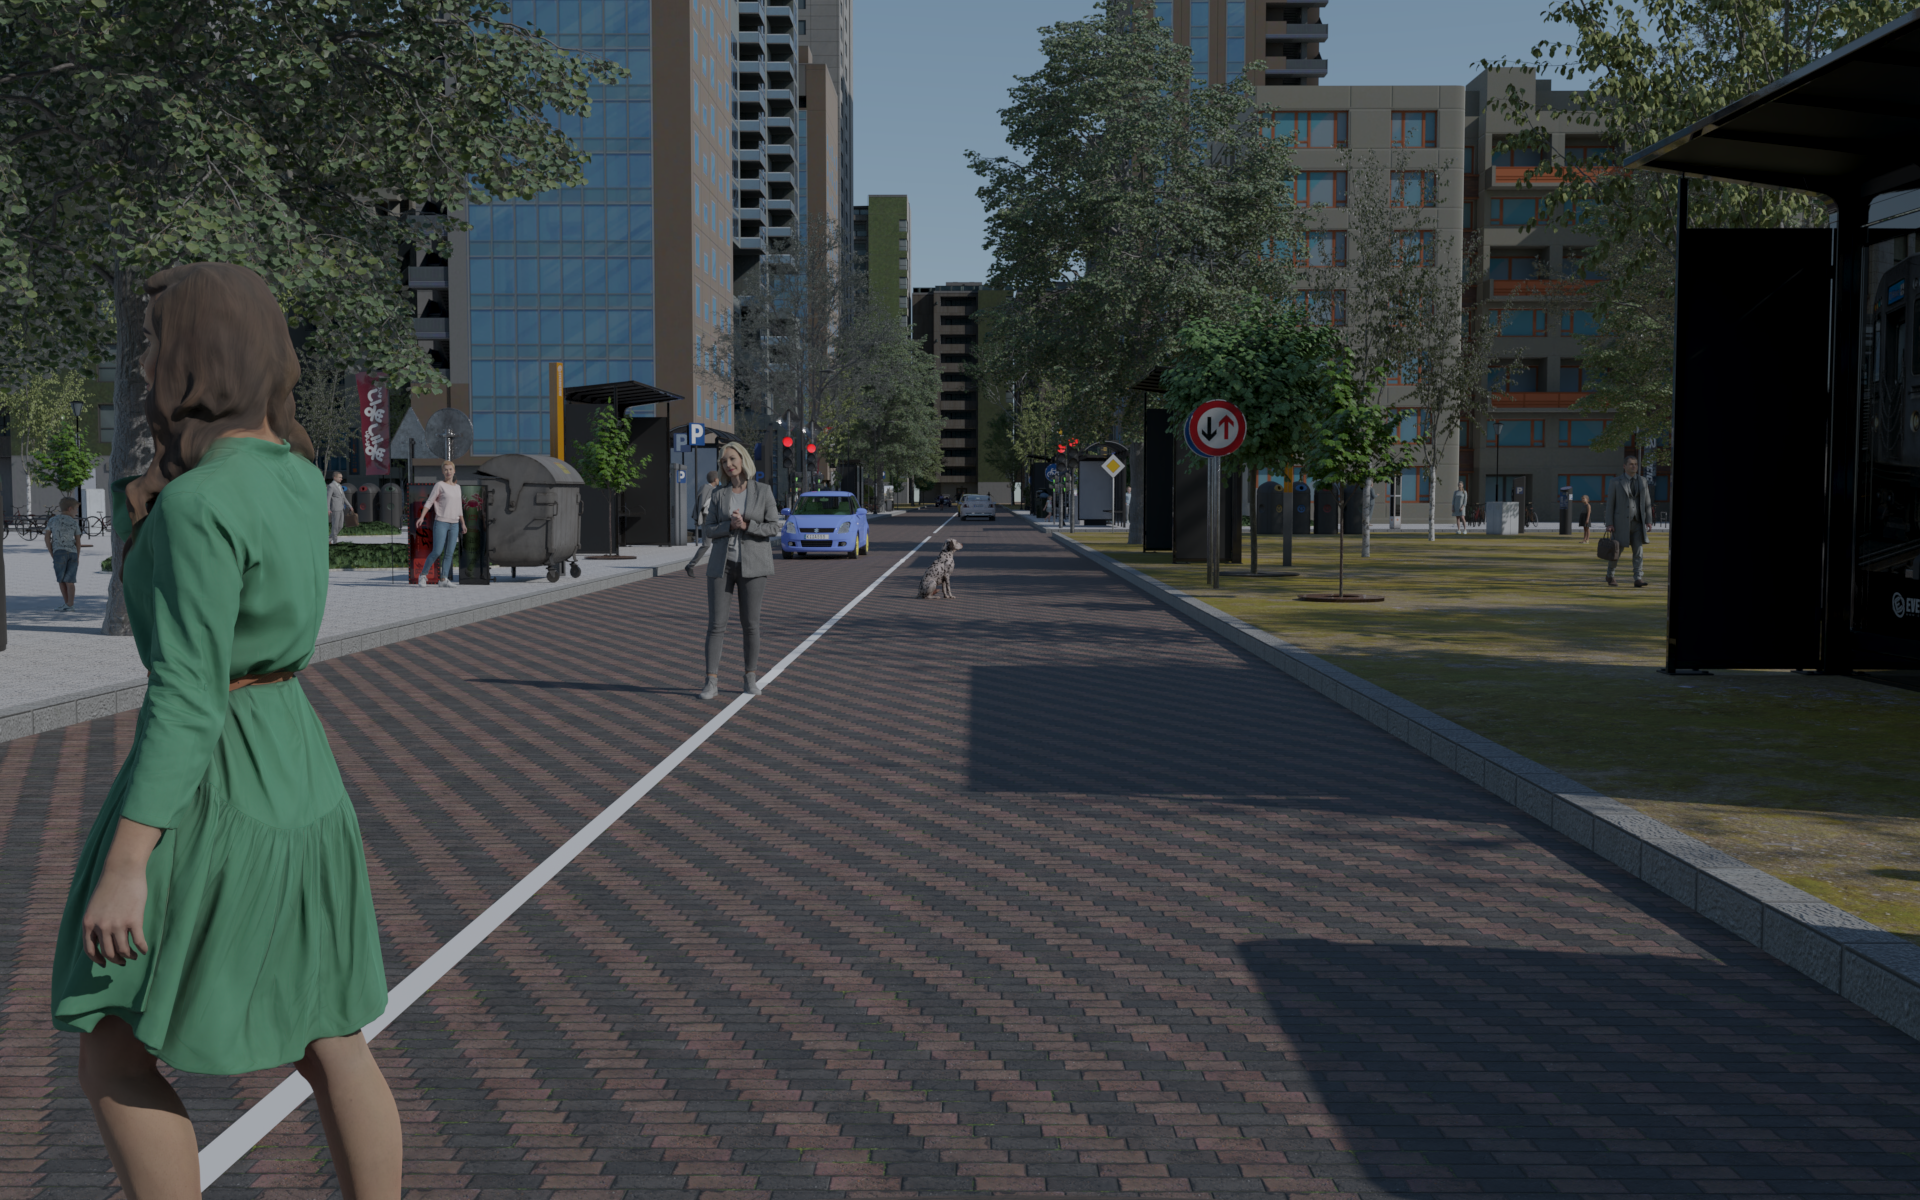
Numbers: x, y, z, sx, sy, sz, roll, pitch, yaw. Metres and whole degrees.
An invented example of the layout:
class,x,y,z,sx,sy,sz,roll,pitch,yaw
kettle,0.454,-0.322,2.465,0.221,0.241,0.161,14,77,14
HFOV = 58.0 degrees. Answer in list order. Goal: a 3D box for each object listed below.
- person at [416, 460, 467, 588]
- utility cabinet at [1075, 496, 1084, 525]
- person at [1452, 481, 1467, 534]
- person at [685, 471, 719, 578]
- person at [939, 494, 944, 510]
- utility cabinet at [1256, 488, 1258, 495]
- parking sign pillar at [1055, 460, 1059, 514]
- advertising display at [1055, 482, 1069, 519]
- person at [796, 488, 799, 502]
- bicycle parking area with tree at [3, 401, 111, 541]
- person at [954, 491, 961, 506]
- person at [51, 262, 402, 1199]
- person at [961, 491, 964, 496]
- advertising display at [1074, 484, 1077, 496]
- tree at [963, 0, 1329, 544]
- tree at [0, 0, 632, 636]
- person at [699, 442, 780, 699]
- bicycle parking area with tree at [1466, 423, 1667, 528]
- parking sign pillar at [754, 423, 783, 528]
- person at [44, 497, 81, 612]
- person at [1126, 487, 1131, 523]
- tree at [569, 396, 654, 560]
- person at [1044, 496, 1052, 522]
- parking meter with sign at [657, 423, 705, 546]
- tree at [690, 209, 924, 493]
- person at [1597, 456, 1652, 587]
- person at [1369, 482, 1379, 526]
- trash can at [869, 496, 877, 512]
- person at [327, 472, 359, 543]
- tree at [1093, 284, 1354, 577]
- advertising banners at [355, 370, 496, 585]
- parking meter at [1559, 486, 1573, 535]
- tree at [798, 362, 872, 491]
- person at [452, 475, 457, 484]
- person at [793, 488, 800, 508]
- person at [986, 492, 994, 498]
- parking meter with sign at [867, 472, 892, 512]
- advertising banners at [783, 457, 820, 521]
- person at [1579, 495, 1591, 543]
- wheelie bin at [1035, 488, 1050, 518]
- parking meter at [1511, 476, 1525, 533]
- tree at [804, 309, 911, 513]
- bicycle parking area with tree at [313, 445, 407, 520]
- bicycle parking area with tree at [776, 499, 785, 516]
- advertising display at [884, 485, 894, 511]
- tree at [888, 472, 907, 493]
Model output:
class,x,y,z,sx,sy,sz,roll,pitch,yaw
person,-7.193,-1.041,23.730,0.598,1.740,0.731,1,4,22
utility cabinet,4.965,-3.784,73.031,0.306,1.237,1.020,-1,4,-20
person,16.193,-2.999,56.088,0.512,1.701,0.522,2,4,31
person,-4.296,-1.283,29.573,0.850,1.850,0.679,0,4,7
person,-1.610,-8.551,151.539,0.421,1.427,0.697,0,4,-6
utility cabinet,11.462,-3.411,64.455,1.173,1.500,0.318,1,4,15
parking sign pillar,6.366,-7.600,112.725,1.447,3.967,1.447,2,4,26
advertising display,5.247,-5.124,88.997,0.974,1.923,0.123,-3,5,-41
person,-12.648,-7.881,135.119,0.478,1.798,0.641,-3,4,-38
bicycle parking area with tree,-27.277,-3.898,50.740,9.016,4.147,8.231,1,4,19
person,-0.162,-12.386,211.040,1.348,1.821,0.705,1,4,21
person,-1.155,0.365,2.776,0.529,1.795,0.600,-1,4,-10
person,0.323,-9.995,172.845,0.541,1.710,0.530,-1,4,-16
advertising display,7.236,-6.492,111.365,0.123,1.923,0.974,3,4,36
tree,4.626,-8.398,43.959,9.857,13.997,8.962,0,3,0
tree,-7.545,-6.667,15.654,9.857,13.997,8.962,0,3,0
person,-1.553,-0.219,12.257,0.537,1.800,0.526,1,4,10
bicycle parking area with tree,24.239,-5.031,69.267,8.231,4.147,9.016,2,4,30
parking sign pillar,-7.385,-4.694,65.217,1.447,3.967,1.447,0,4,7
person,-9.794,-0.501,18.926,0.332,1.250,0.352,0,4,8
person,7.429,-4.180,76.197,0.589,1.601,0.330,0,4,-5
tree,-6.795,-2.420,34.172,1.663,3.219,1.824,0,3,0
person,4.021,-4.132,78.615,0.382,1.210,0.505,2,4,24
parking meter with sign,-7.146,-2.857,42.971,1.738,3.016,0.543,2,4,35
tree,-6.596,-10.021,74.216,12.009,13.543,11.850,0,3,0
person,9.255,-1.092,24.002,0.694,1.812,0.767,0,4,-3
person,16.523,-3.877,69.602,0.590,1.801,0.661,-2,4,-31
trash can,-6.110,-6.771,122.366,0.748,1.137,0.748,0,3,0
person,-14.779,-2.139,41.138,0.853,1.813,0.709,0,4,6
tree,4.688,-2.672,27.397,4.285,4.588,4.351,0,3,0
advertising banners,-7.563,-1.730,24.471,2.074,3.025,0.090,1,4,11
parking meter,19.076,-2.821,54.529,0.372,1.533,0.369,0,3,0
tree,-6.919,-8.909,96.018,4.737,8.622,4.395,0,3,0
person,-14.407,-2.639,49.170,0.713,1.824,0.794,-3,4,-36
person,-9.535,-5.901,103.017,0.782,1.767,0.515,-1,4,-10
person,3.590,-12.578,214.870,1.217,1.735,0.721,0,4,0
parking meter with sign,-5.823,-7.888,125.230,1.738,3.016,0.543,-1,4,-20
advertising banners,-7.611,-5.324,83.233,2.074,3.025,0.090,2,4,27
person,16.251,-2.100,45.054,0.373,1.253,0.362,0,4,-7
wheelie bin,4.394,-5.143,91.999,0.693,1.594,0.980,-2,4,-34
parking meter,18.181,-3.102,56.424,0.399,1.863,0.255,0,4,7
tree,-5.606,-12.979,118.857,9.857,13.997,8.962,0,3,0
bicycle parking area with tree,-27.825,-5.460,76.265,8.231,4.147,9.016,2,4,27
bicycle parking area with tree,-14.218,-7.182,104.431,8.231,4.147,9.016,0,4,6
advertising display,-5.279,-7.468,127.316,0.974,1.923,0.123,-3,5,-42
tree,-5.244,-8.618,135.509,1.663,3.219,1.824,0,3,0
